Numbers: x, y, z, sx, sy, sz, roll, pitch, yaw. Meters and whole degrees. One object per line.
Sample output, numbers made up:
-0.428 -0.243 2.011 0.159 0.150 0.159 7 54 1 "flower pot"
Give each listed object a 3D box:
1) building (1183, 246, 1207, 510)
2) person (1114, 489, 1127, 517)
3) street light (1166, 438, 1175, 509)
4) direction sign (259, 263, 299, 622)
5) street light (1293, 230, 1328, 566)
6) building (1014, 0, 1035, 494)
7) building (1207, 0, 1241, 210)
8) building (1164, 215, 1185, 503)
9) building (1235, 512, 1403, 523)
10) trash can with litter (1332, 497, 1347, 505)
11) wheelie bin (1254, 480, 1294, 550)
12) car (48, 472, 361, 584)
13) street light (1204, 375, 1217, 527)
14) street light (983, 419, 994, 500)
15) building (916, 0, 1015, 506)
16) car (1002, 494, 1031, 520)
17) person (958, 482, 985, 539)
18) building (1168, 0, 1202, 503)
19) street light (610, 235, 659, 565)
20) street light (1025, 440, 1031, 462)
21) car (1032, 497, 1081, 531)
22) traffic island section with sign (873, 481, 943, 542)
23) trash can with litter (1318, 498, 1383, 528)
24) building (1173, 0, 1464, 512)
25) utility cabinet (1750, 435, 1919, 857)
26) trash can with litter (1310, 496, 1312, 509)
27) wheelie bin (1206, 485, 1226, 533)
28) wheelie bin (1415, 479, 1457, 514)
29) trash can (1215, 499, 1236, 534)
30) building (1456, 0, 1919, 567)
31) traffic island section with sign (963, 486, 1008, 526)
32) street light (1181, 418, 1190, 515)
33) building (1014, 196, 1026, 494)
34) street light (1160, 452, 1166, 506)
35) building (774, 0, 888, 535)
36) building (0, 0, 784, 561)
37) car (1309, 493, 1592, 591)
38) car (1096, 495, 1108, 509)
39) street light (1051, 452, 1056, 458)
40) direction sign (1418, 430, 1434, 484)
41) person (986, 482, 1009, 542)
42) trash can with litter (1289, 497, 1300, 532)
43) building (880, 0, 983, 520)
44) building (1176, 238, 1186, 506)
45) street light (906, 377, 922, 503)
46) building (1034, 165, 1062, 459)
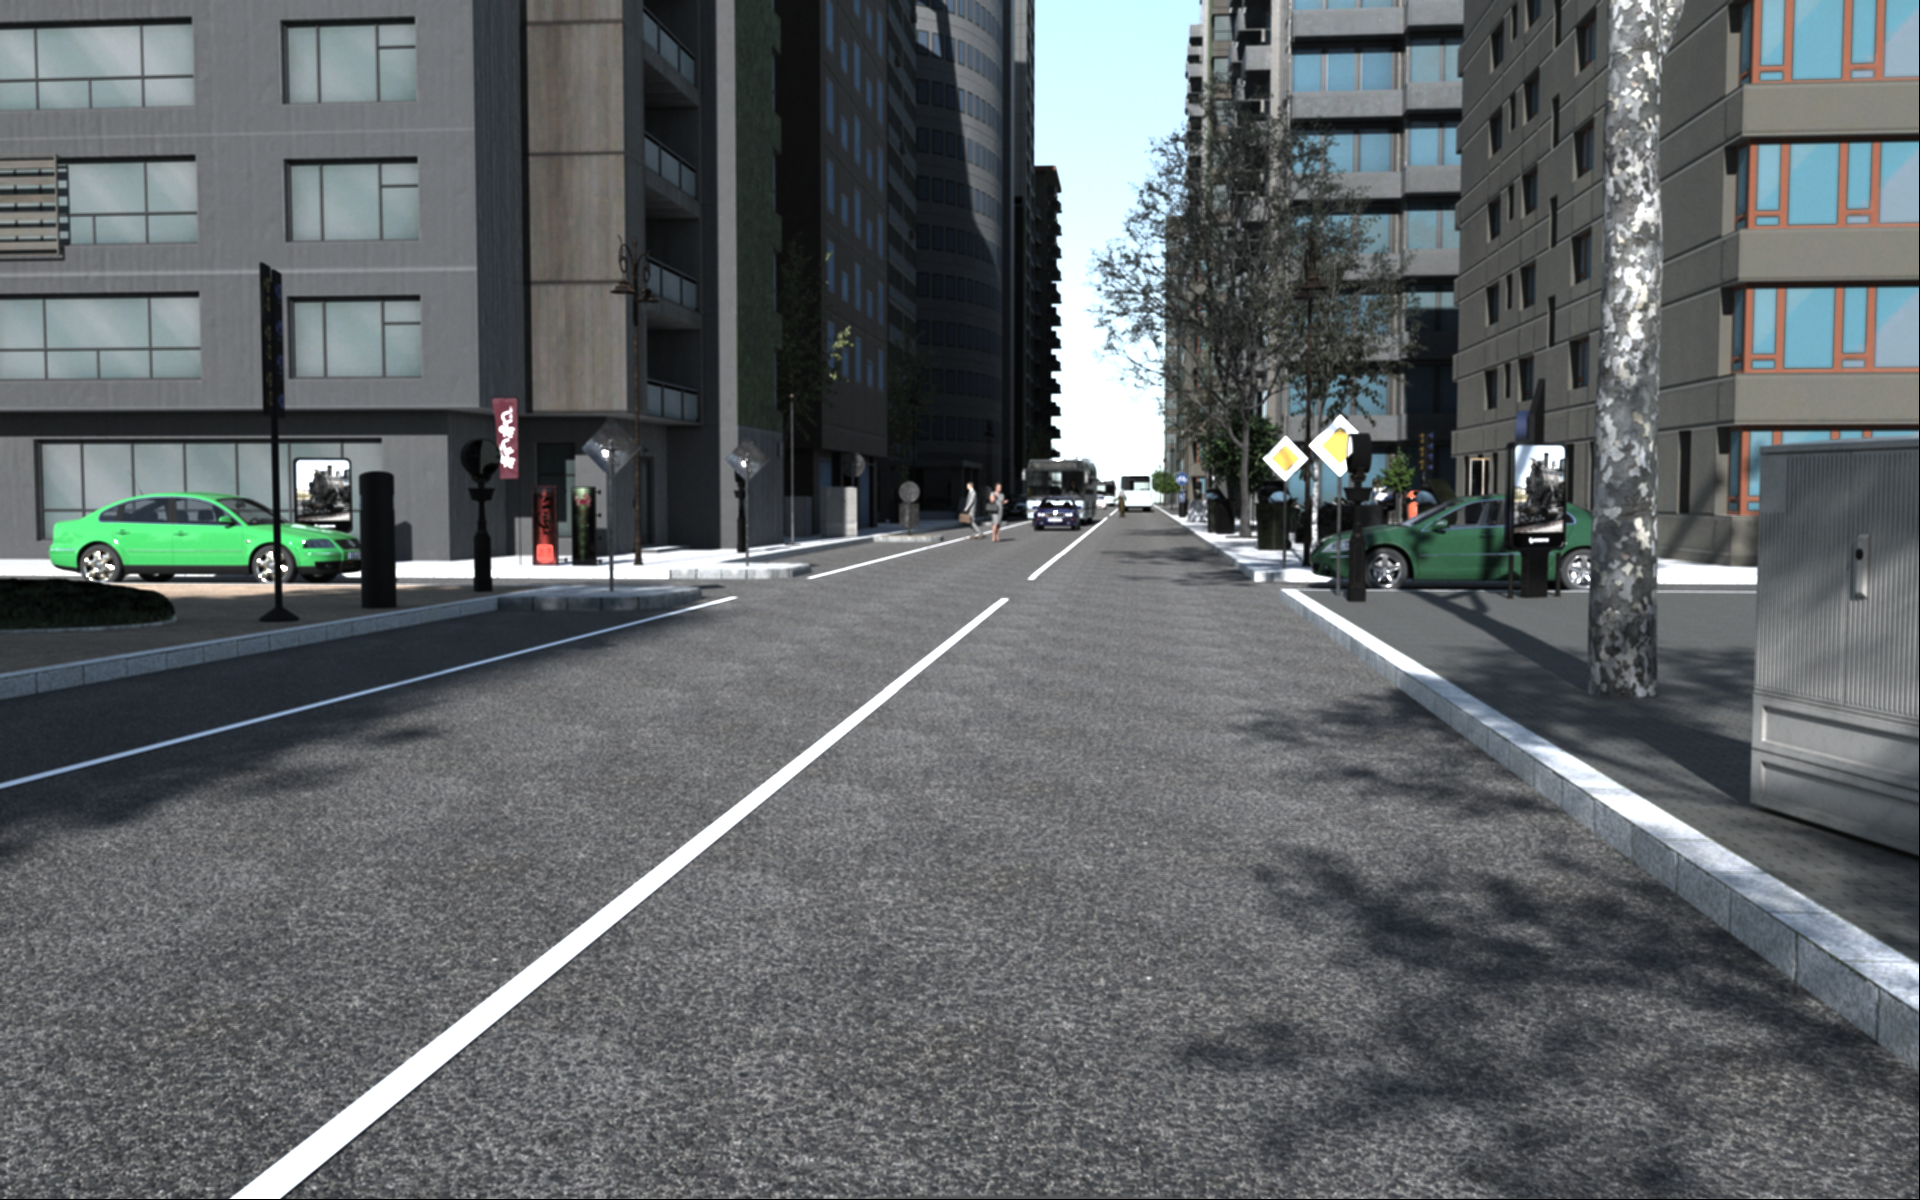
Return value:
31.431 -17.590 132.641 27.650 21.520 28.899 0 4 6 "building"
9.973 -5.992 107.198 0.721 1.736 1.217 3 5 44 "person"
17.580 -10.447 143.591 0.468 5.910 1.993 0 4 6 "street light"
-6.902 -1.557 17.451 0.379 3.537 0.876 -1 4 -10 "direction sign"
6.165 -3.537 30.623 0.468 5.910 1.993 0 4 6 "street light"
0.365 -46.638 200.780 20.563 71.187 20.611 0 4 6 "building"
22.923 -26.162 111.340 14.154 41.232 14.086 0 4 6 "building"
37.224 -34.950 255.023 14.154 41.232 14.086 0 4 6 "building"
25.138 -28.603 87.274 23.786 49.044 30.456 0 4 6 "building"
16.055 -3.733 72.422 1.055 1.170 0.624 -3 4 -38 "trash can with litter"
7.184 -1.941 39.638 0.693 1.594 0.980 -3 4 -37 "wheelie bin"
-11.778 -1.130 27.269 4.718 1.807 1.959 0 4 4 "car"
9.718 -5.778 67.259 0.468 5.910 1.993 0 4 6 "street light"
1.913 -8.223 107.226 0.468 5.910 1.993 0 4 6 "street light"
-7.684 -35.336 119.747 21.231 58.520 28.212 0 4 6 "building"
3.177 -5.333 96.980 2.009 1.686 4.222 0 4 4 "car"
0.359 -2.834 54.951 0.853 1.813 0.709 0 4 -2 "person"
39.571 -56.154 230.786 22.319 86.520 31.000 0 4 6 "building"
-5.816 -3.569 31.144 0.468 5.910 1.993 0 4 6 "street light"
5.721 -10.496 144.397 0.468 5.910 1.993 0 4 6 "street light"
3.875 -3.446 68.915 1.945 1.354 3.894 0 4 6 "car"
-1.543 -2.708 52.902 1.989 1.847 2.006 0 4 6 "traffic island section with sign"
8.049 -1.313 32.526 2.233 1.210 1.678 2 4 25 "trash can with litter"
32.261 -33.166 161.876 23.786 49.044 30.456 0 4 6 "building"
3.422 0.136 6.458 0.318 1.500 1.173 0 4 -6 "utility cabinet"
14.151 -3.637 70.523 1.678 1.210 2.233 -3 5 -40 "trash can with litter"
8.517 -3.042 57.648 0.693 1.594 0.980 0 4 7 "wheelie bin"
9.759 -1.689 35.525 0.980 1.594 0.693 -3 4 -38 "wheelie bin"
8.518 -2.689 55.623 0.748 1.137 0.748 0 3 0 "trash can"
29.390 -12.060 42.217 28.899 21.520 27.650 0 4 6 "building"
1.201 -4.348 79.718 1.989 1.847 2.006 0 4 6 "traffic island section with sign"
13.811 -8.190 106.692 0.468 5.910 1.993 0 4 6 "street light"
-1.263 -23.863 161.859 14.160 30.474 14.107 0 4 6 "building"
21.316 -12.686 180.208 0.468 5.910 1.993 0 4 6 "street light"
-10.409 -25.070 60.009 14.600 45.320 14.200 0 4 6 "building"
-12.301 -21.683 38.110 14.154 41.232 14.086 0 4 6 "building"
7.731 -0.863 25.914 4.920 1.459 2.131 0 4 7 "car"
13.250 -9.482 167.392 2.083 1.381 4.827 0 4 4 "car"
10.423 -13.281 189.936 0.468 5.910 1.993 0 4 6 "street light"
16.454 -4.232 61.188 0.379 3.537 0.876 -1 4 -20 "direction sign"
1.093 -2.620 51.690 0.716 1.782 0.532 -2 4 -33 "person"
10.826 -2.836 57.756 1.055 1.170 0.624 1 4 14 "trash can with litter"
-15.303 -24.567 93.558 32.217 40.220 23.993 0 4 6 "building"
31.563 -25.950 195.977 14.160 30.474 14.107 0 4 6 "building"
-1.818 -5.851 68.456 0.468 5.910 1.993 0 4 6 "street light"
1.934 -34.962 226.247 22.147 44.769 28.867 0 4 6 "building"
